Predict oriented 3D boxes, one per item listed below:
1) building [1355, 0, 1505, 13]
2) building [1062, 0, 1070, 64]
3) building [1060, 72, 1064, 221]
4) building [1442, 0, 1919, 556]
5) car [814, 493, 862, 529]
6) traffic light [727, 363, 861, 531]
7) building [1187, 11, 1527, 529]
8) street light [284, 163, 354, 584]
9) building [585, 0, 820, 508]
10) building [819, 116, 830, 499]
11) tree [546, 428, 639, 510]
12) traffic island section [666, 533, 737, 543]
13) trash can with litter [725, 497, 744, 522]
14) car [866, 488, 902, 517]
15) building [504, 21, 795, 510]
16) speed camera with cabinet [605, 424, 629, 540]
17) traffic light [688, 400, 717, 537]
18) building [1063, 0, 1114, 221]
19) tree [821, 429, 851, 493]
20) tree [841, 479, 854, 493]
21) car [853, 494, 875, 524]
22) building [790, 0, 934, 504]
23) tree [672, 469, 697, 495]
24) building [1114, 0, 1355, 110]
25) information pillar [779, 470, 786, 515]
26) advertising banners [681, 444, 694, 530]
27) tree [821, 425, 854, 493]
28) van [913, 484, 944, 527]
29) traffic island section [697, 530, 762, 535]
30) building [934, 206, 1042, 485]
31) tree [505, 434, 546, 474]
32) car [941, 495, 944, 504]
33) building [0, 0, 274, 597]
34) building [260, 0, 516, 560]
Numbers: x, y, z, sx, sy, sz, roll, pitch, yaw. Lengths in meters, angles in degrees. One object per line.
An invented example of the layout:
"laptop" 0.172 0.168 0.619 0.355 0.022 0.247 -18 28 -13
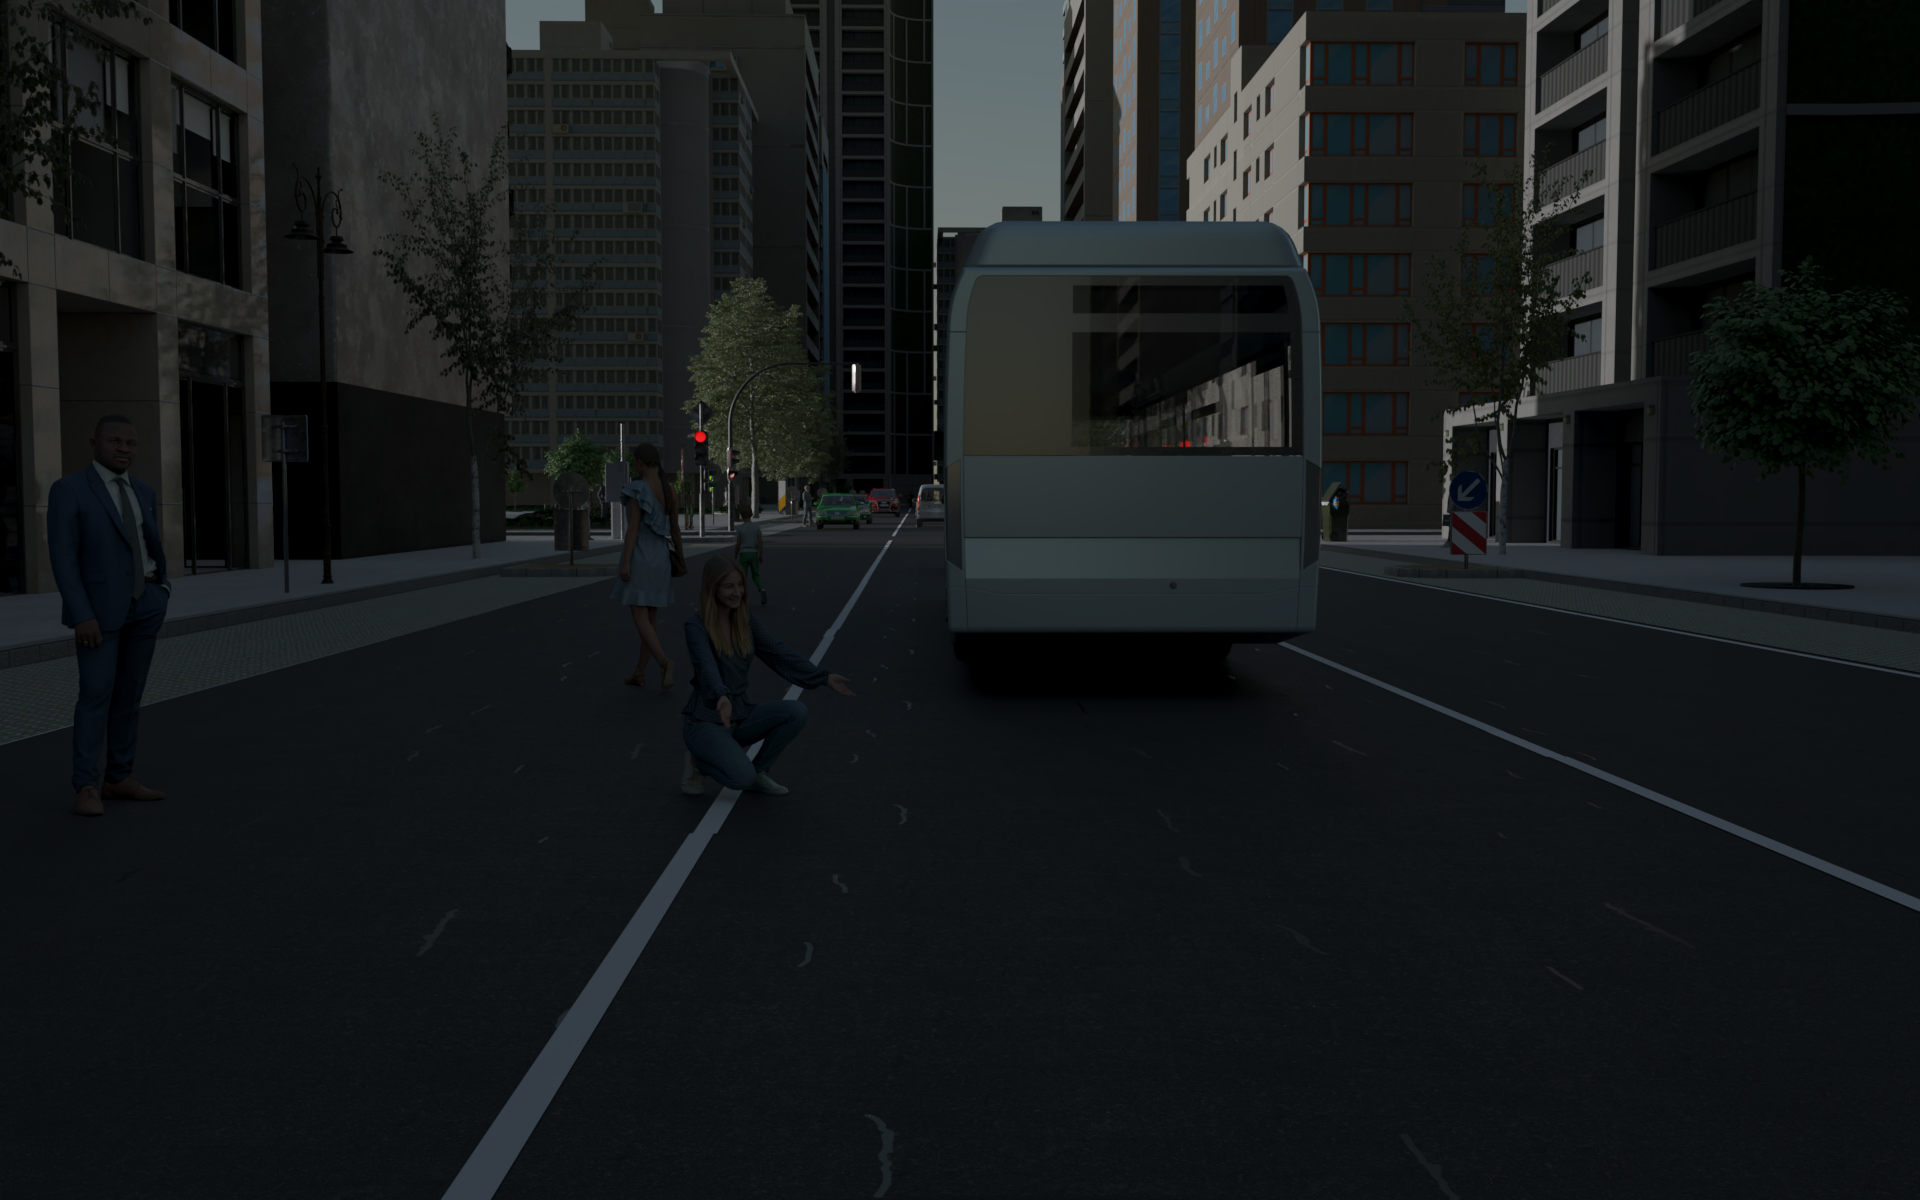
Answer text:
"building" 21.250 -27.371 97.623 14.600 45.320 14.200 0 4 -1
"building" 20.054 -53.772 191.851 22.319 86.520 31.000 0 4 -1
"building" 17.296 -31.810 170.197 14.600 45.320 14.200 0 4 -1
"building" 24.560 -36.715 38.541 20.563 71.187 20.611 0 4 -1
"car" -5.038 -3.845 71.662 1.959 1.807 4.718 0 4 -3
"traffic light" -5.799 -5.213 59.899 4.771 5.953 1.251 0 4 -1
"building" 26.494 -14.156 76.485 28.899 21.520 27.650 0 4 -1
"street light" -9.066 -3.172 24.652 0.468 5.910 1.993 0 4 -1
"building" -25.045 -33.382 169.501 21.300 48.544 21.600 0 4 -1
"building" -22.660 -33.702 201.131 14.200 45.320 14.600 0 4 -1
"tree" -18.773 -6.234 85.639 4.285 4.588 4.351 0 3 0
"traffic island section" -7.745 -1.816 51.967 2.009 0.180 2.903 0 4 -1
"trash can with litter" -10.195 -4.144 79.142 0.624 1.170 1.055 2 4 27
"car" -4.806 -6.122 108.775 2.281 1.827 5.304 0 4 -3
"building" -30.416 -27.813 146.629 32.217 40.220 23.993 0 4 -1
"speed camera with cabinet" -9.725 -3.378 49.560 0.660 3.252 2.038 0 4 -3
"traffic light" -7.705 -3.848 51.833 0.839 4.253 0.868 0 4 -1
"building" 20.535 -32.282 151.520 21.300 48.544 21.600 0 4 -1
"tree" -14.204 -14.733 191.254 4.737 8.622 4.395 0 3 0
"tree" -13.438 -12.806 203.986 1.663 3.219 1.824 0 3 0
"car" -5.174 -4.411 83.920 2.131 1.459 4.920 0 4 -2
"building" -13.763 -48.423 229.971 20.611 71.187 20.563 0 4 -1
"tree" -19.551 -7.776 121.740 1.663 3.219 1.824 0 3 0
"building" 18.389 -28.836 121.586 14.600 45.320 14.200 0 4 -1
"information pillar" -11.148 -7.171 108.604 0.504 3.616 0.183 2 4 26
"advertising banners" -9.687 -3.991 61.438 0.090 3.025 2.074 0 4 2
"tree" -13.302 -14.340 184.819 4.360 8.622 3.978 0 3 0
"van" -1.088 -4.225 76.093 2.013 2.044 4.112 0 4 0
"traffic island section" -7.929 -2.304 59.950 2.009 0.180 2.903 0 4 -1
"building" 8.411 -33.324 236.732 23.993 40.220 32.217 0 4 -1
"tree" -20.239 -5.402 72.035 4.285 4.588 4.351 0 3 0
"car" 0.799 -1.437 32.171 2.281 1.827 5.304 0 4 -2
"building" -21.189 -12.706 12.266 19.350 26.468 34.151 0 4 -1
"building" -20.612 -10.635 41.330 16.811 18.784 16.820 0 4 -1
